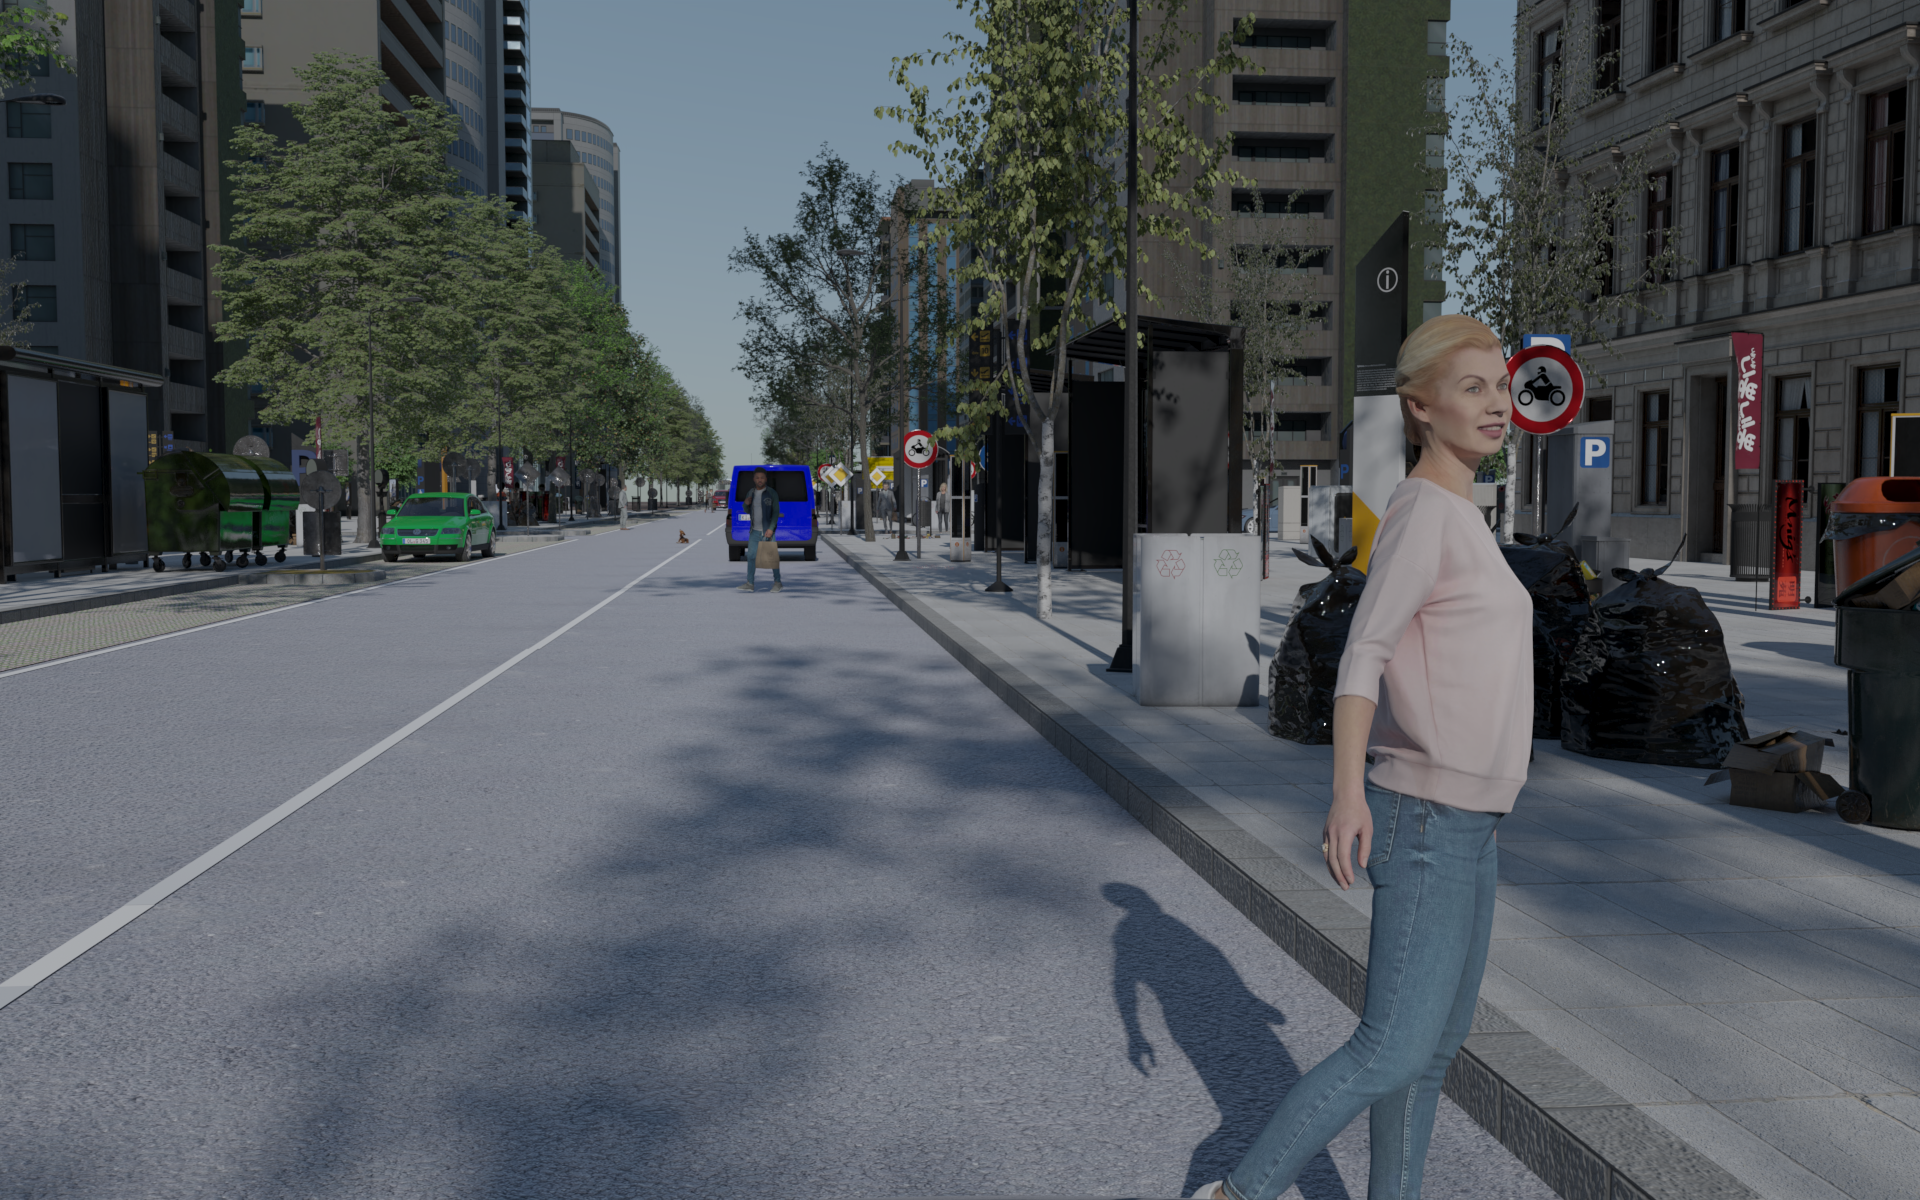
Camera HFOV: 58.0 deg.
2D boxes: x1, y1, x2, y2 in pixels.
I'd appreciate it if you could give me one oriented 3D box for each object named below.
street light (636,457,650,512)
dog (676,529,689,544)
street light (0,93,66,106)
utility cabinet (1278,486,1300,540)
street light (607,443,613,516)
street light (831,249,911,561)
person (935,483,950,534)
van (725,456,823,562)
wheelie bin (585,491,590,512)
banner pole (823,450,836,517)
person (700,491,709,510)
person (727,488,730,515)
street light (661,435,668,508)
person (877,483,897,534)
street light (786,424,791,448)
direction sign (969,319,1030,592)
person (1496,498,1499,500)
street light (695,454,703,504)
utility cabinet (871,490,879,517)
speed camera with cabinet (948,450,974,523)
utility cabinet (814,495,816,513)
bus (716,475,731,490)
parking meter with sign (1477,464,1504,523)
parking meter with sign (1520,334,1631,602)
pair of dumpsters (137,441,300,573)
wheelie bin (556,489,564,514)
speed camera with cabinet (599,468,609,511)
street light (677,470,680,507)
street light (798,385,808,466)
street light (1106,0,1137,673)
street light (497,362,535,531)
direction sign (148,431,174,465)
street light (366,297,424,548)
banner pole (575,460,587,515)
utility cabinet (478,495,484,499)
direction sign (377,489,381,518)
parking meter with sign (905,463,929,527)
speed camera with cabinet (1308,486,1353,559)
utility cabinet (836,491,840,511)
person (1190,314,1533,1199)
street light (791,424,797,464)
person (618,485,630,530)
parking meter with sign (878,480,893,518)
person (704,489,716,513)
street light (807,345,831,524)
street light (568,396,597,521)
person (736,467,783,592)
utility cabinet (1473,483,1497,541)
[{"bbox_3d":[-22.474,-9.247,123.722,1.470,5.913,1.316,0,4,-6],"label":"street light"},{"bbox_3d":[-8.121,-1.845,50.366,0.550,0.427,0.748,1,4,13],"label":"dog"},{"bbox_3d":[-11.072,-2.915,20.197,1.470,5.913,1.316,0,4,-6],"label":"street light"},{"bbox_3d":[9.437,-2.418,48.213,1.173,1.500,0.318,-1,4,-19],"label":"utility cabinet"},{"bbox_3d":[-20.295,-7.977,102.969,1.470,5.913,1.316,0,4,-6],"label":"street light"},{"bbox_3d":[-1.653,-3.702,33.074,1.470,5.913,1.316,0,4,-6],"label":"street light"},{"bbox_3d":[-0.464,-2.975,57.324,0.709,1.800,0.728,1,4,9],"label":"person"},{"bbox_3d":[-4.154,-2.088,38.517,2.240,2.365,5.245,0,4,-5],"label":"van"},{"bbox_3d":[-26.060,-6.990,122.197,0.693,1.594,0.980,0,4,1],"label":"wheelie bin"},{"bbox_3d":[-7.329,-6.595,97.844,0.863,3.779,0.401,-3,4,-37],"label":"banner pole"},{"bbox_3d":[-22.959,-9.053,157.227,1.217,1.735,0.721,0,4,6],"label":"person"},{"bbox_3d":[-15.201,-6.486,114.739,0.583,1.804,0.606,-2,4,-35],"label":"person"},{"bbox_3d":[-23.978,-10.033,136.573,1.470,5.913,1.316,0,4,-6],"label":"street light"},{"bbox_3d":[-2.512,-3.124,59.698,0.709,1.813,0.853,0,4,-3],"label":"person"},{"bbox_3d":[-10.671,-8.715,115.026,1.470,5.913,1.316,0,4,-6],"label":"street light"},{"bbox_3d":[0.513,-1.880,22.740,0.876,3.537,0.379,2,4,27],"label":"direction sign"},{"bbox_3d":[19.037,-3.277,62.248,0.590,1.801,0.661,1,4,15],"label":"person"},{"bbox_3d":[-30.652,-13.843,198.876,1.470,5.913,1.316,0,4,-6],"label":"street light"},{"bbox_3d":[-5.057,-5.285,95.081,1.173,1.500,0.318,0,4,3],"label":"utility cabinet"},{"bbox_3d":[0.494,-5.074,77.295,2.038,3.252,0.660,2,4,33],"label":"speed camera with cabinet"},{"bbox_3d":[-9.788,-6.222,112.895,0.306,1.237,1.020,2,4,29],"label":"utility cabinet"},{"bbox_3d":[-25.610,-12.211,194.516,2.948,3.499,13.247,0,4,-5],"label":"bus"},{"bbox_3d":[16.306,-3.517,53.767,0.543,3.016,1.738,0,4,3],"label":"parking meter with sign"},{"bbox_3d":[6.476,-1.339,18.156,0.543,3.016,1.738,0,4,-6],"label":"parking meter with sign"},{"bbox_3d":[-12.898,-1.699,30.274,1.574,2.255,4.437,0,4,-6],"label":"pair of dumpsters"},{"bbox_3d":[-26.011,-6.349,111.713,0.980,1.594,0.693,3,4,39],"label":"wheelie bin"},{"bbox_3d":[-26.754,-8.413,131.890,2.038,3.252,0.660,2,4,26],"label":"speed camera with cabinet"},{"bbox_3d":[-26.117,-11.306,157.388,1.470,5.913,1.316,0,4,-6],"label":"street light"},{"bbox_3d":[-5.967,-6.150,73.100,1.470,5.913,1.316,0,4,-6],"label":"street light"},{"bbox_3d":[0.691,-2.434,12.339,1.470,5.913,1.316,0,4,-6],"label":"street light"},{"bbox_3d":[-15.642,-5.407,60.941,1.470,5.913,1.316,0,4,-6],"label":"street light"},{"bbox_3d":[-28.714,-4.297,62.254,0.876,3.537,0.379,-1,4,-17],"label":"direction sign"},{"bbox_3d":[-13.349,-4.183,40.940,1.470,5.913,1.316,0,4,-6],"label":"street light"},{"bbox_3d":[-23.423,-7.146,106.850,0.401,3.779,0.863,3,5,43],"label":"banner pole"},{"bbox_3d":[-32.591,-6.527,117.874,0.306,1.237,1.020,-1,4,-9],"label":"utility cabinet"},{"bbox_3d":[-31.087,-6.165,92.789,0.379,3.537,0.876,-2,4,-30],"label":"direction sign"},{"bbox_3d":[-1.582,-4.437,68.812,0.543,3.016,1.738,-2,4,-25],"label":"parking meter with sign"},{"bbox_3d":[7.882,-2.469,34.697,2.038,3.252,0.660,-3,4,-37],"label":"speed camera with cabinet"},{"bbox_3d":[-9.315,-7.431,130.173,0.318,1.500,1.173,-3,5,-41],"label":"utility cabinet"},{"bbox_3d":[0.682,0.378,2.985,0.598,1.740,0.731,1,4,13],"label":"person"},{"bbox_3d":[-8.270,-7.419,93.839,1.470,5.913,1.316,0,4,-6],"label":"street light"},{"bbox_3d":[-13.387,-3.688,68.901,0.391,1.810,0.635,-1,4,-19],"label":"person"},{"bbox_3d":[-3.746,-5.836,91.674,0.543,3.016,1.738,-3,4,-38],"label":"parking meter with sign"},{"bbox_3d":[-19.141,-7.595,132.643,0.822,1.834,0.622,1,4,12],"label":"person"},{"bbox_3d":[-3.902,-4.972,53.832,1.470,5.913,1.316,0,4,-6],"label":"street light"},{"bbox_3d":[-17.904,-6.702,82.118,1.470,5.913,1.316,0,4,-6],"label":"street light"},{"bbox_3d":[-2.831,-1.010,24.994,0.794,1.824,0.713,3,5,44],"label":"person"},{"bbox_3d":[10.156,-1.602,34.869,1.173,1.500,0.318,2,4,31],"label":"utility cabinet"}]
